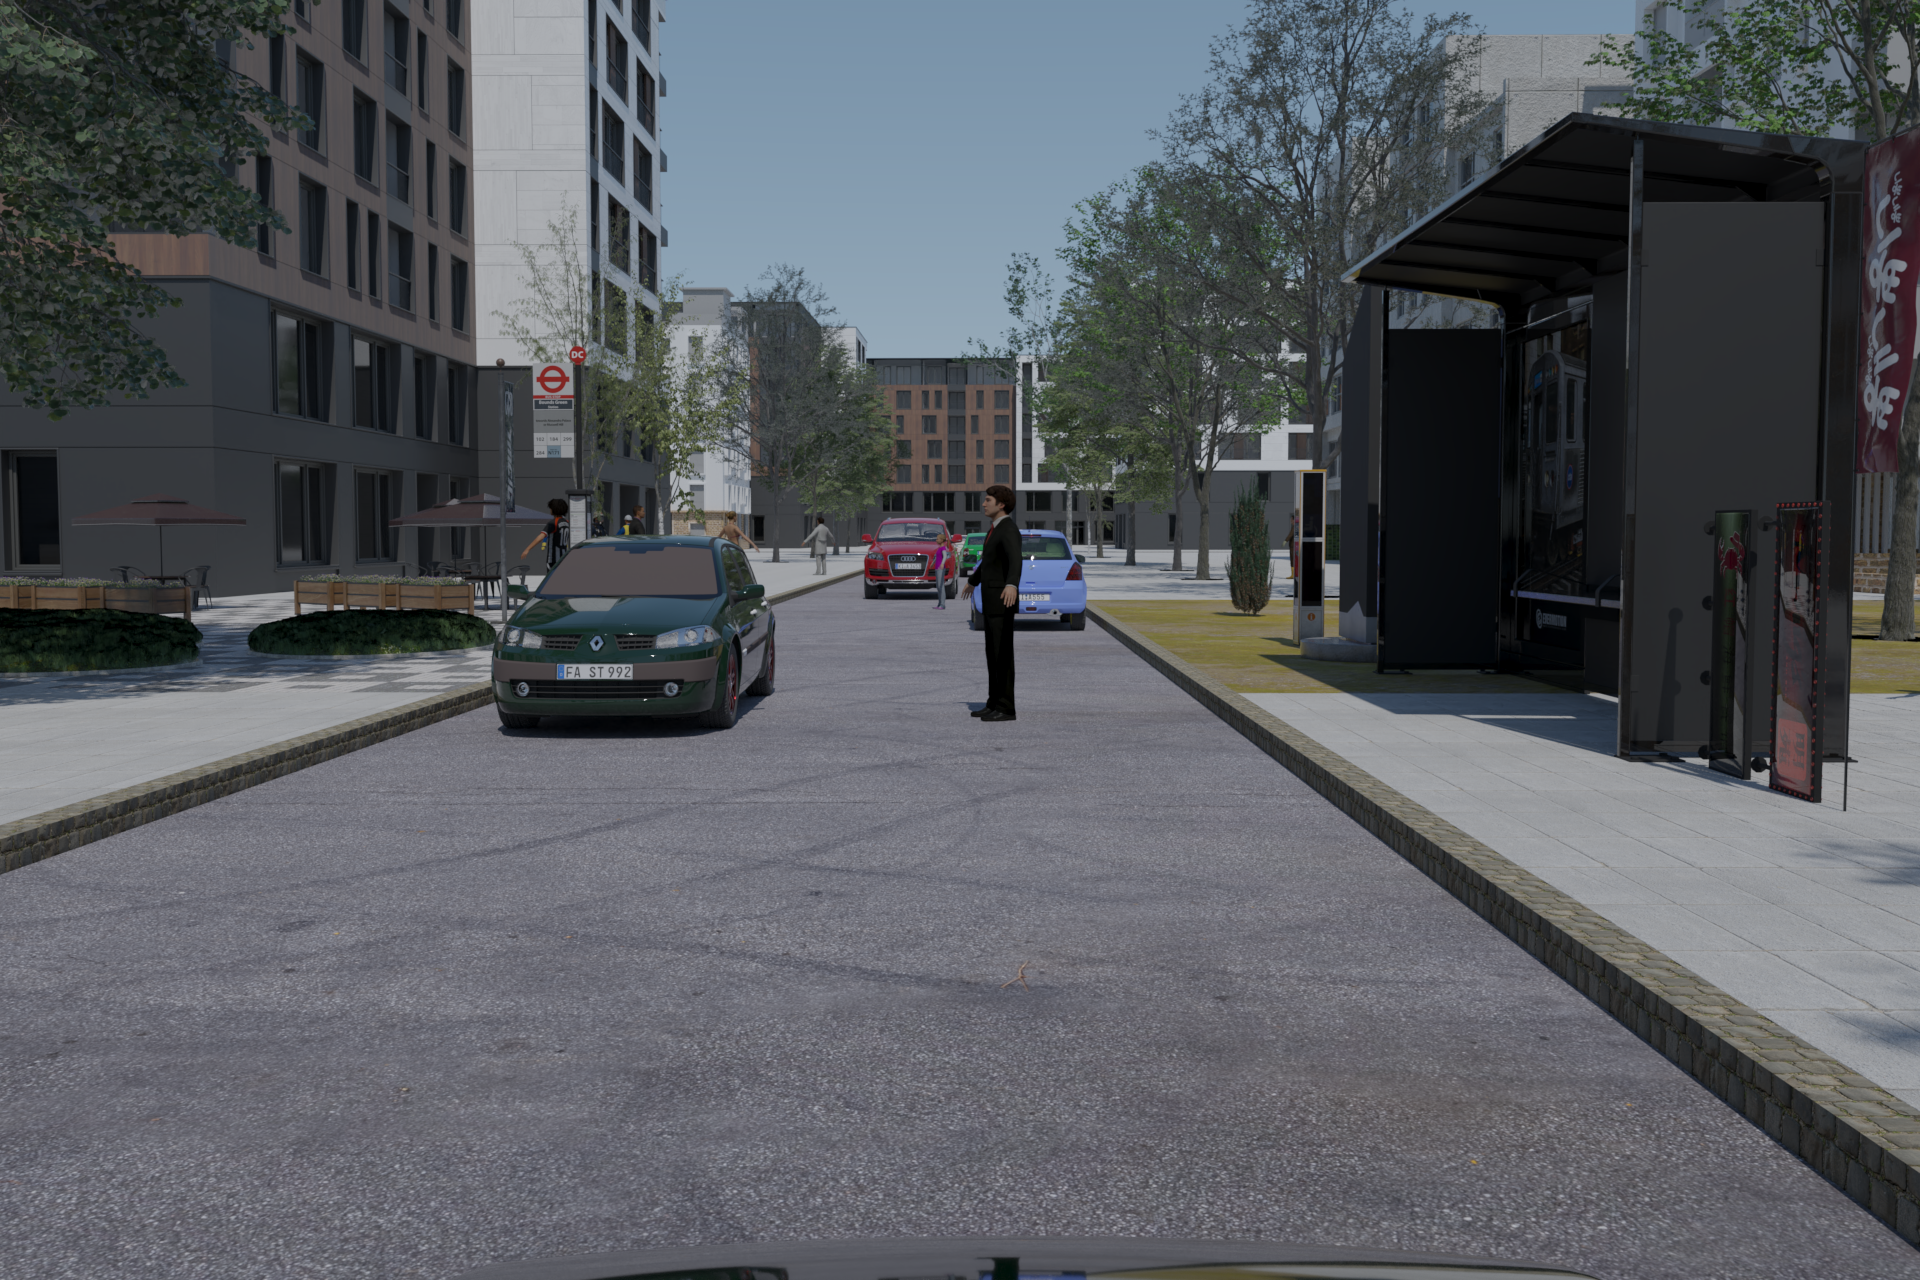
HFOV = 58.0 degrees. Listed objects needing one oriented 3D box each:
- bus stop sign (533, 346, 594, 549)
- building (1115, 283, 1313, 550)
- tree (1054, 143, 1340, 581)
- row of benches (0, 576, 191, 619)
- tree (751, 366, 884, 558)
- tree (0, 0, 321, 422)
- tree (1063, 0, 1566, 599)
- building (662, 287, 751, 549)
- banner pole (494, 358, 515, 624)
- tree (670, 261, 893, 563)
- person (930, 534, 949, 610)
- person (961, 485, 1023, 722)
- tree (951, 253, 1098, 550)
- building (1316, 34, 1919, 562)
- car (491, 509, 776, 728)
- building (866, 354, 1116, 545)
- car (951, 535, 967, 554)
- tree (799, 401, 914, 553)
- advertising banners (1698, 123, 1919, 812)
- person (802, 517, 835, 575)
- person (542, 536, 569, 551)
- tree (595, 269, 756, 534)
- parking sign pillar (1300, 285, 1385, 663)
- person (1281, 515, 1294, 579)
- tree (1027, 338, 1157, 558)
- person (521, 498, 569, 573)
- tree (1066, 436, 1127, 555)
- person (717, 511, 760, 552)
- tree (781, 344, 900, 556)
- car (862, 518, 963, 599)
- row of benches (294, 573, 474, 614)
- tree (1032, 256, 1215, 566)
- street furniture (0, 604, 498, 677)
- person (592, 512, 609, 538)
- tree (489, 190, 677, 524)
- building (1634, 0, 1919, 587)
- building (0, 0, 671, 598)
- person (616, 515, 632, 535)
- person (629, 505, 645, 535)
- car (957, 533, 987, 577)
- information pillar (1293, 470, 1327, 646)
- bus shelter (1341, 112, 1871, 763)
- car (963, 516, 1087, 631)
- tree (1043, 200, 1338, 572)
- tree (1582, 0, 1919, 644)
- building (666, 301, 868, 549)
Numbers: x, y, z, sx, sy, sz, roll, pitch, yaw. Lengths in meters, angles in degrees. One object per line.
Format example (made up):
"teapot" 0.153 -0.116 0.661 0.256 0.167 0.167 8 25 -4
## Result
"bus stop sign" -5.637 -2.200 24.679 0.855 3.939 0.416 0 4 2
"building" 27.702 -19.037 155.226 27.936 21.610 32.646 0 4 1
"tree" 6.644 -7.458 47.693 9.928 11.665 9.643 0 3 0
"row of benches" -12.728 -0.572 24.819 4.104 0.672 1.422 2 4 26
"tree" -7.485 -9.610 91.533 7.601 10.594 8.767 -1 4 -11
"tree" -8.859 -6.487 12.710 9.857 13.997 8.962 0 3 0
"tree" 7.309 -7.594 34.526 12.009 13.543 11.850 0 3 0
"building" -22.845 -16.984 134.111 16.016 20.090 11.380 0 4 0
"banner pole" -6.535 -2.139 24.995 0.401 3.779 0.863 0 4 1
"tree" -8.110 -10.209 77.284 12.009 13.543 11.850 0 3 0
"person" -0.426 -1.294 32.875 0.599 1.433 0.991 -1 4 -13
"person" 0.276 -0.290 13.387 0.705 1.806 1.347 -1 4 -14
"tree" 6.138 -16.009 117.634 12.611 20.169 13.585 0 3 0
"building" 25.685 -12.453 70.056 16.747 18.905 31.486 0 4 1
"car" -2.519 -0.258 14.010 2.009 1.686 4.222 0 4 0
"building" 4.524 -22.216 209.663 32.646 21.610 27.936 0 4 1
"car" 0.063 -5.116 96.007 2.083 1.381 4.827 0 4 1
"tree" -7.529 -11.117 116.178 8.767 10.594 7.601 -1 4 -15
"advertising banners" 4.094 -0.749 8.430 0.090 3.025 2.074 0 4 1
"person" -4.358 -2.923 53.977 0.705 1.806 1.347 3 5 45
"person" -8.640 -1.905 37.610 0.721 1.772 1.216 2 4 32
"tree" -8.229 -6.019 48.777 4.737 8.622 4.395 0 3 0
"parking sign pillar" 4.258 -1.794 17.812 1.447 3.967 1.447 0 4 0
"person" 9.465 -2.632 49.164 0.704 1.812 1.346 2 4 32
"tree" 7.378 -10.186 92.303 9.928 11.665 9.643 0 3 0
"person" -6.194 -1.249 26.569 0.704 1.843 1.345 2 4 28
"tree" 7.971 -9.677 108.588 4.360 8.622 3.978 0 3 0
"person" -4.362 -1.645 33.695 1.217 1.733 0.721 3 4 39
"tree" -7.279 -11.319 103.197 7.486 12.596 7.792 0 3 0
"car" -1.071 -1.905 39.818 2.281 1.827 5.304 0 4 1
"row of benches" -8.779 -0.668 26.381 4.104 0.672 1.422 3 5 40
"tree" 6.821 -9.303 70.228 7.486 12.596 7.792 0 3 0
"street furniture" -10.469 -0.187 18.684 10.072 0.657 5.734 1 4 12
"person" -9.002 -2.290 43.229 0.705 1.856 1.354 1 4 23
"tree" -8.556 -5.364 38.072 4.360 8.622 3.978 0 3 0
"building" 24.638 -11.767 48.811 16.016 20.090 11.380 0 4 0
"building" -25.254 -12.626 50.409 27.936 21.610 32.646 0 4 1
"person" -9.690 -2.728 50.575 1.349 1.833 0.705 -3 5 -40
"person" -5.812 -1.543 31.449 0.704 1.802 1.346 -2 4 -25
"car" 0.876 -3.054 58.725 1.959 1.807 4.718 0 4 1
"information pillar" 4.013 -0.942 19.896 0.304 2.012 0.304 0 4 -1
"bus shelter" 4.295 -1.315 12.780 1.731 3.624 6.357 0 4 1
"car" 1.018 -1.065 27.000 1.945 1.707 3.694 0 4 -1
"tree" 7.615 -9.107 59.272 12.009 13.543 11.850 0 3 0
"tree" 11.271 -5.787 20.374 9.928 11.665 9.643 0 3 0
"building" -24.196 -19.870 168.850 27.936 21.610 32.646 0 4 1
